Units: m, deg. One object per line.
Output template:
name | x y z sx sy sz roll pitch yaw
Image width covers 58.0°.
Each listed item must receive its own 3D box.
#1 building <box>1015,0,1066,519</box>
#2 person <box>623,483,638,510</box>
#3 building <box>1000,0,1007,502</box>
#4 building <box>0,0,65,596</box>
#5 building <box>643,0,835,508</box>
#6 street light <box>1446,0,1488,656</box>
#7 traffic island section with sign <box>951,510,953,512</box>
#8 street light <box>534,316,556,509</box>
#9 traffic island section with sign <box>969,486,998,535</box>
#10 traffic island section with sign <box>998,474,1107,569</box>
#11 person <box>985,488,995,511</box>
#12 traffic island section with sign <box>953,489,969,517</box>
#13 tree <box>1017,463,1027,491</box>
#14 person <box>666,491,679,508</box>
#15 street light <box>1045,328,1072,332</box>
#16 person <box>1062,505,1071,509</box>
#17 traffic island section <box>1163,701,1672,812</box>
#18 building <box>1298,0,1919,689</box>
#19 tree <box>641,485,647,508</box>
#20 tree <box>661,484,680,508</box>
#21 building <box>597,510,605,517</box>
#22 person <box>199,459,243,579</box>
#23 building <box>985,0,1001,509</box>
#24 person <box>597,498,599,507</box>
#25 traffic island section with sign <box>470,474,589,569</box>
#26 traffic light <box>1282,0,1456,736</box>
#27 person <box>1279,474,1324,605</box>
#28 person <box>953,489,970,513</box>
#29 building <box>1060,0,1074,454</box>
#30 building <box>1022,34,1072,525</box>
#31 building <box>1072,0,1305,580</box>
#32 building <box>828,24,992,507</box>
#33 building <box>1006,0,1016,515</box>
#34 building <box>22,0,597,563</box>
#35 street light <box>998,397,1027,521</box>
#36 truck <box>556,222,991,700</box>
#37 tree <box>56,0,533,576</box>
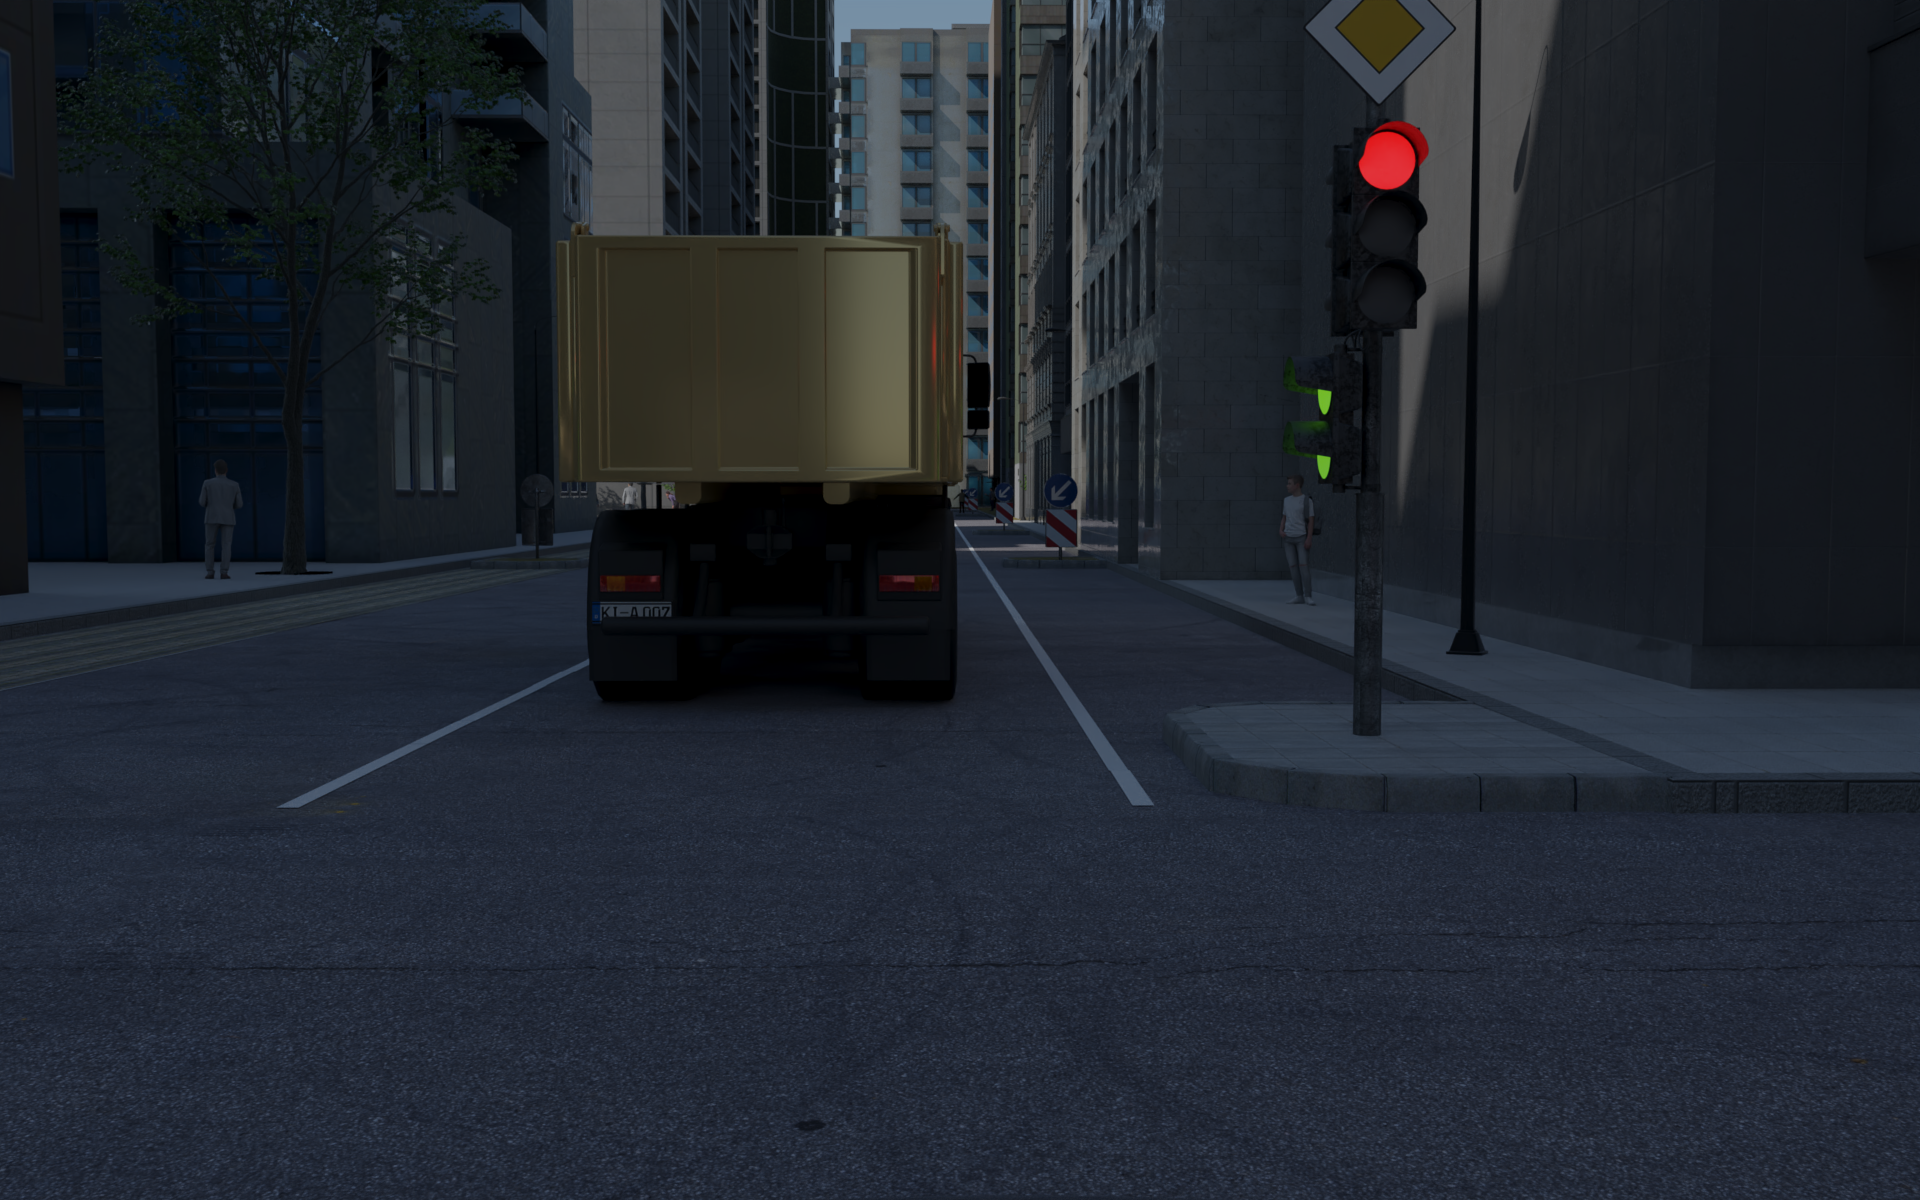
building | 9.979 -19.815 95.680 14.160 30.474 14.107 0 4 -1
person | -14.259 -4.225 74.965 0.661 1.843 0.795 -1 4 -14
building | 13.593 -36.038 131.225 21.231 58.520 28.212 0 4 -1
building | -18.551 -22.277 14.345 14.600 45.320 14.200 0 4 -1
building | -23.548 -45.155 176.533 20.611 71.187 20.563 0 4 -1
street light | 3.535 -2.520 13.740 1.470 5.913 1.316 0 4 -1
traffic island section with sign | 0.303 -7.909 137.941 1.989 1.847 2.006 0 4 -1
street light | -10.294 -4.393 44.360 1.470 5.913 1.316 0 4 -1
traffic island section with sign | 1.430 -3.215 61.191 1.989 1.847 2.006 0 4 -1
traffic island section with sign | 1.833 -1.566 34.239 1.989 1.847 2.006 0 4 -1
person | 2.201 -7.516 129.452 0.750 1.759 0.617 0 4 -8
traffic island section with sign | 0.703 -6.261 110.989 1.989 1.847 2.006 0 4 -1
tree | 3.938 -5.681 87.492 1.663 3.219 1.824 0 3 0
person | -14.118 -4.644 85.209 0.697 1.427 0.421 0 4 -5
street light | 3.068 -4.646 48.502 1.470 5.913 1.316 0 4 -1
person | 3.350 -2.912 53.851 0.583 1.804 0.606 0 4 6
traffic island section | 2.194 0.797 9.246 2.009 0.180 2.903 0 4 -1
building | 19.635 -12.056 16.181 30.058 24.678 14.314 0 4 -1
tree | -12.127 -8.114 67.073 8.767 10.594 7.601 1 4 12
tree | -12.232 -4.991 76.204 1.663 3.219 1.824 0 3 0
building | -22.093 -41.337 114.114 20.563 71.187 20.611 0 4 -1
person | -11.204 -1.222 26.226 0.606 1.804 0.583 -2 4 -32
building | 9.623 -30.746 152.812 14.600 45.320 14.200 0 4 -1
person | -13.796 -3.586 64.549 0.818 1.842 0.514 0 4 -2
traffic island section with sign | -8.293 -1.534 33.703 1.989 1.847 2.006 0 4 -1
traffic light | 2.153 -1.236 9.131 0.839 4.253 0.868 0 4 -1
person | 3.963 -0.703 20.130 0.503 1.515 0.523 1 4 15
person | 0.138 -7.414 129.815 1.348 1.812 0.705 0 4 -4
building | 11.097 -15.943 54.172 14.314 27.812 24.014 0 4 -1
building | 8.024 -13.840 75.437 9.793 20.994 18.267 0 4 -1
building | 8.056 -10.944 33.683 10.420 20.320 16.860 0 4 -1
building | 1.956 -34.237 179.390 30.456 49.044 23.786 0 4 -1
building | 9.885 -26.089 110.148 14.154 41.232 14.086 0 4 -1
building | -22.137 -44.776 44.763 22.319 86.520 31.000 0 4 -1
street light | 2.507 -6.766 83.166 1.470 5.913 1.316 0 4 -1
truck | -1.331 -1.207 15.661 3.469 3.379 9.791 0 4 -1
tree | -10.491 -6.208 27.262 9.928 11.665 9.643 0 3 0
